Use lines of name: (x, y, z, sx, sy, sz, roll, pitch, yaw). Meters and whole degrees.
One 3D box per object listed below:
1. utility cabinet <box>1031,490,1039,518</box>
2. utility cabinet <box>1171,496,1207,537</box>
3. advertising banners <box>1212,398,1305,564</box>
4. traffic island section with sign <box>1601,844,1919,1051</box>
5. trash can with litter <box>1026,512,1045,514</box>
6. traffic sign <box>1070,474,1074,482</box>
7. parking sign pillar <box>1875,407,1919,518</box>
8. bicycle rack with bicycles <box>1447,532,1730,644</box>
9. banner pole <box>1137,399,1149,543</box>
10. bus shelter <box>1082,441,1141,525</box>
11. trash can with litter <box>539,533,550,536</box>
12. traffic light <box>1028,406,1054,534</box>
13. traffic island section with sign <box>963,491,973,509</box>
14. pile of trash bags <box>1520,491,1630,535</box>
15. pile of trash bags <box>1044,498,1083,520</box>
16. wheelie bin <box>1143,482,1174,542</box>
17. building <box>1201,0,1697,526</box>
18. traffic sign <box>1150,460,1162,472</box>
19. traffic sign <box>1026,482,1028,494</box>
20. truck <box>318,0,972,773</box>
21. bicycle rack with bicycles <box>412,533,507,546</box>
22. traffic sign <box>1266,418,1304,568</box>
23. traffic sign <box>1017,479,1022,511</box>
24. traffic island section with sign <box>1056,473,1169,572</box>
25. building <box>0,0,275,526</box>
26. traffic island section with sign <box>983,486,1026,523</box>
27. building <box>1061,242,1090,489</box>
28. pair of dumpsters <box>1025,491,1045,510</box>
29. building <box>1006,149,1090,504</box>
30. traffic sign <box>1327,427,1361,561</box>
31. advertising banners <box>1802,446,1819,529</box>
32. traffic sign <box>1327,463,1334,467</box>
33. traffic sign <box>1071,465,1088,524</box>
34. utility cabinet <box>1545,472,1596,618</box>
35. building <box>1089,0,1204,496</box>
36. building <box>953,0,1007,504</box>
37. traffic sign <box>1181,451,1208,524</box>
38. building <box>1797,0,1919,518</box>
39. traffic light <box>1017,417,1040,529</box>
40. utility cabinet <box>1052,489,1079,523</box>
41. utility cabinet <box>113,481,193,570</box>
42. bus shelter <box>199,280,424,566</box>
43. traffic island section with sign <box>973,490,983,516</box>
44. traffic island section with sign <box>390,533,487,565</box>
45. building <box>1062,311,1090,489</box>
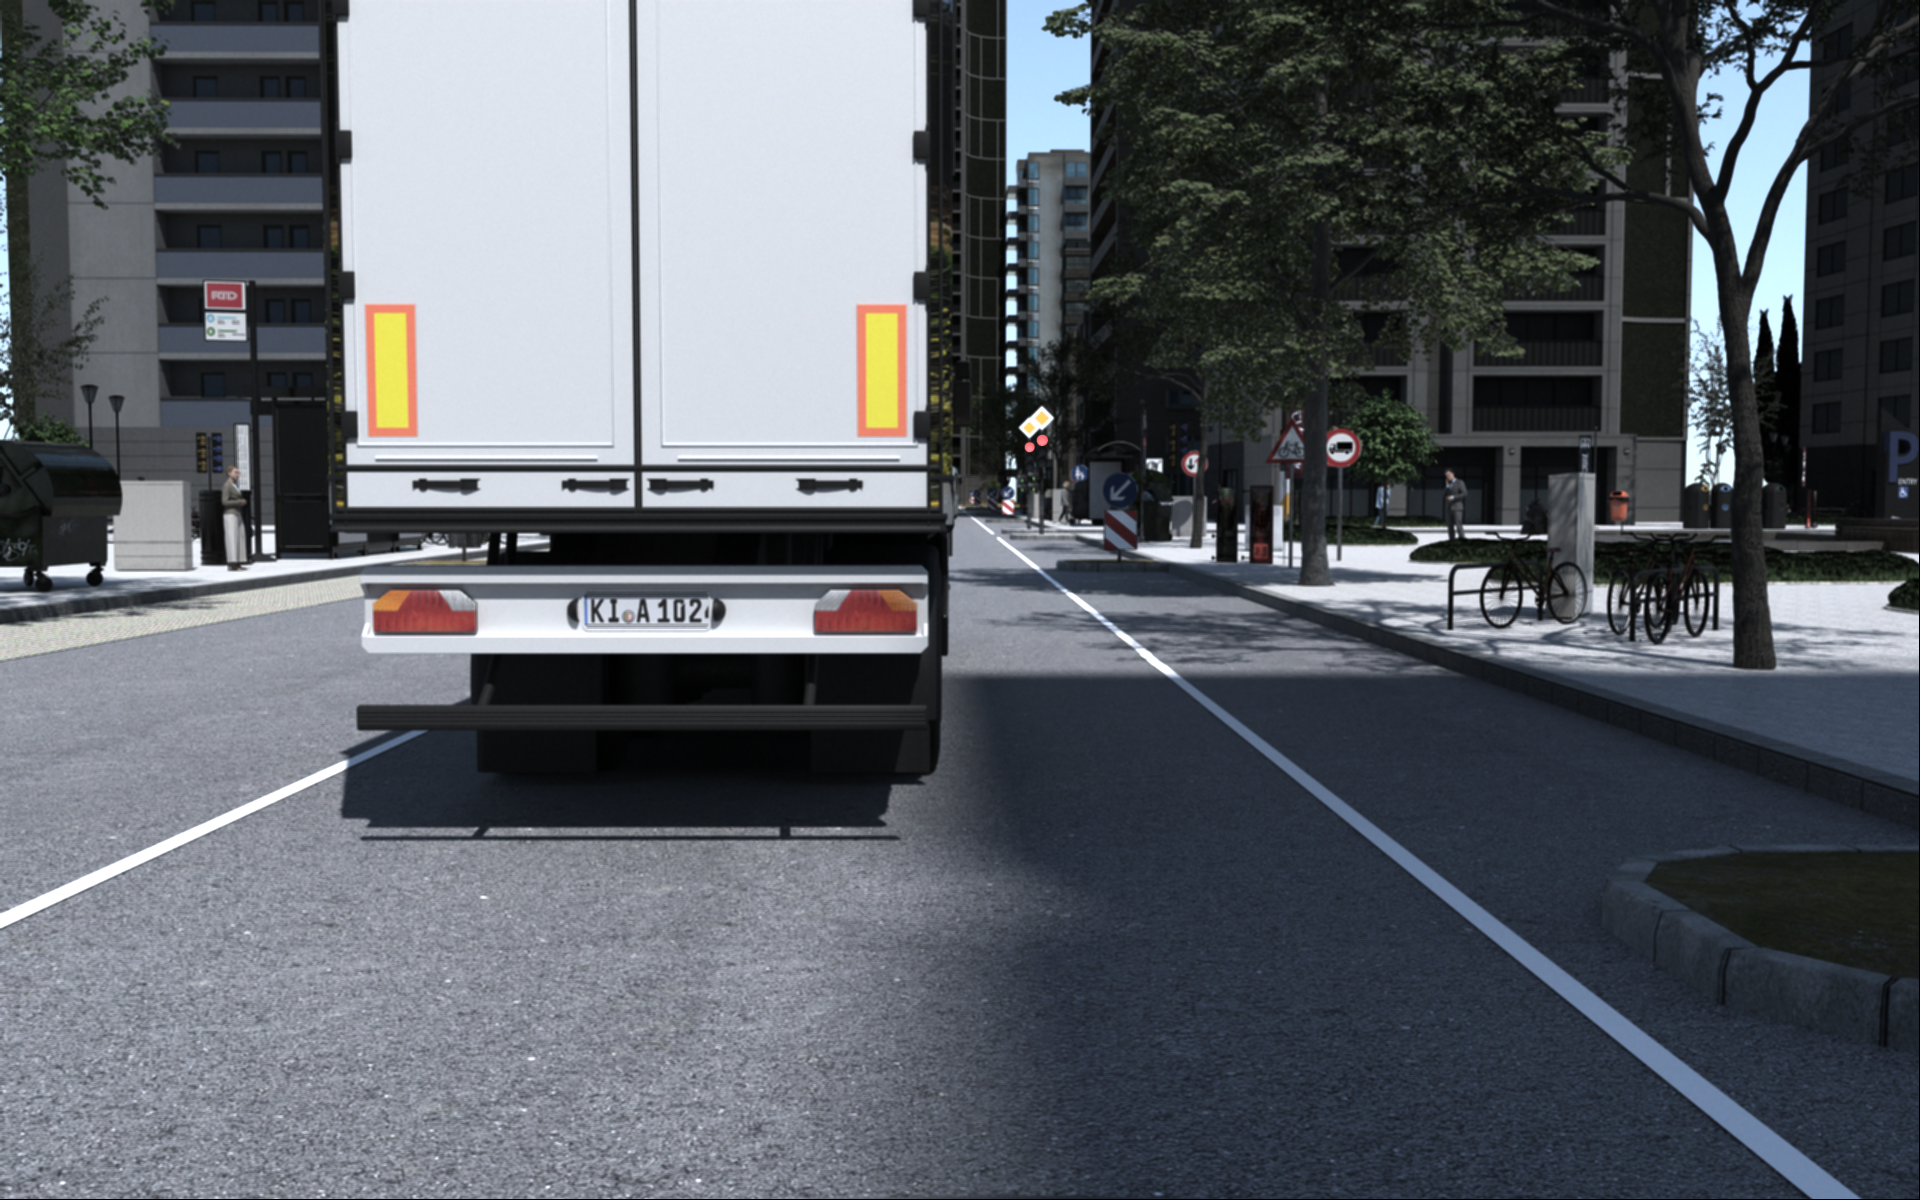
utility cabinet: (3.953, -5.081, 91.755, 0.318, 1.500, 1.173, -1, 4, -9)
utility cabinet: (6.880, -2.498, 52.005, 1.020, 1.237, 0.306, 1, 4, 22)
advertising banners: (5.525, -2.180, 31.833, 2.074, 3.025, 0.090, 3, 5, 43)
traffic island section with sign: (3.121, 0.205, 5.271, 1.989, 1.847, 2.006, 0, 4, -1)
trash can with litter: (4.853, -6.408, 115.827, 1.678, 1.210, 2.233, 0, 4, 8)
traffic sign: (5.575, -4.980, 81.532, 0.768, 2.556, 0.104, 0, 4, 1)
parking sign pillar: (29.187, -3.998, 53.839, 1.447, 3.967, 1.447, -1, 4, -13)
bicycle rack with bicycles: (6.083, -0.180, 16.331, 2.925, 0.926, 2.852, -3, 5, -43)
banner pole: (4.843, -3.406, 45.700, 0.401, 3.779, 0.863, 0, 4, -4)
bus shelter: (6.073, -4.590, 68.972, 2.014, 3.302, 5.546, 0, 4, 0)
trash can with litter: (-12.840, -2.573, 53.462, 0.624, 1.170, 1.055, -2, 4, -25)
traffic light: (2.583, -4.049, 55.116, 0.839, 4.253, 0.868, 0, 4, -1)
traffic island section with sign: (1.517, -9.584, 165.322, 1.989, 1.847, 2.006, 0, 4, -1)
pile of trash bags: (19.358, -2.735, 54.473, 1.912, 1.369, 3.447, -3, 5, -45)
pile of trash bags: (5.126, -4.603, 85.013, 1.912, 1.369, 3.447, 0, 4, -3)
wheelie bin: (5.300, -2.381, 46.845, 0.980, 1.594, 0.693, -3, 5, -43)
building: (22.853, -39.158, 78.492, 20.611, 71.187, 20.563, 0, 4, -1)
traffic sign: (5.565, -2.943, 50.256, 0.606, 2.300, 0.079, 1, 4, 9)
traffic sign: (5.178, -8.059, 131.874, 0.768, 2.556, 0.104, 0, 4, 7)
truck: (-1.276, -1.427, 12.237, 2.839, 4.237, 11.283, 0, 4, 0)
bicycle rack with bicycles: (-12.780, -1.878, 44.095, 2.925, 0.926, 2.852, -1, 4, -22)
traffic sign: (5.710, -1.825, 29.847, 0.884, 2.594, 0.081, 1, 4, 9)
traffic sign: (3.941, -6.706, 111.767, 0.606, 2.300, 0.079, 1, 4, 9)
traffic island section with sign: (2.847, -1.477, 32.783, 1.989, 1.847, 2.006, 0, 4, -1)
building: (-29.126, -33.081, 82.877, 21.231, 58.520, 28.212, 0, 4, -1)
traffic island section with sign: (2.299, -4.849, 87.916, 1.989, 1.847, 2.006, 0, 4, -1)
building: (18.579, -26.161, 199.441, 14.160, 30.474, 14.107, 0, 4, -1)
pair of dumpsters: (5.902, -8.116, 135.194, 1.574, 2.255, 4.437, 0, 4, -1)
building: (21.634, -37.947, 240.033, 30.456, 49.044, 23.786, 0, 4, -1)
traffic sign: (7.286, -2.025, 33.207, 0.768, 2.556, 0.104, 0, 4, 4)
advertising banners: (31.417, -4.151, 64.063, 0.090, 3.025, 2.074, 3, 5, 42)
traffic sign: (6.890, -2.082, 34.047, 0.884, 2.594, 0.081, 0, 4, 2)
traffic sign: (5.168, -4.565, 74.749, 0.768, 2.556, 0.104, 0, 4, 4)
utility cabinet: (6.403, -0.581, 18.181, 0.318, 1.500, 1.173, 2, 4, 28)
building: (20.731, -30.503, 122.430, 21.300, 48.544, 21.600, 0, 4, -1)
building: (-3.896, -48.975, 238.988, 20.611, 71.187, 20.563, 0, 4, -1)
traffic sign: (6.891, -3.109, 50.946, 0.768, 2.556, 0.104, 0, 4, 4)
building: (54.951, -39.263, 80.194, 20.611, 71.187, 20.563, 0, 4, -1)
traffic light: (2.502, -4.537, 63.101, 0.839, 4.253, 0.868, 0, 4, -1)
utility cabinet: (4.642, -4.093, 75.601, 1.173, 1.500, 0.318, 1, 4, 22)
utility cabinet: (-13.483, -1.239, 28.938, 1.173, 1.500, 0.318, 0, 4, -1)
bus shelter: (-13.101, -3.524, 35.247, 2.179, 5.291, 8.768, 0, 4, 0)
traffic island section with sign: (2.024, -6.498, 114.870, 1.989, 1.847, 2.006, 0, 4, -1)
traffic island section with sign: (-9.354, -1.449, 32.316, 1.989, 1.847, 2.006, 0, 4, -1)
building: (25.341, -20.384, 178.318, 27.650, 21.520, 28.899, 0, 4, -1)
